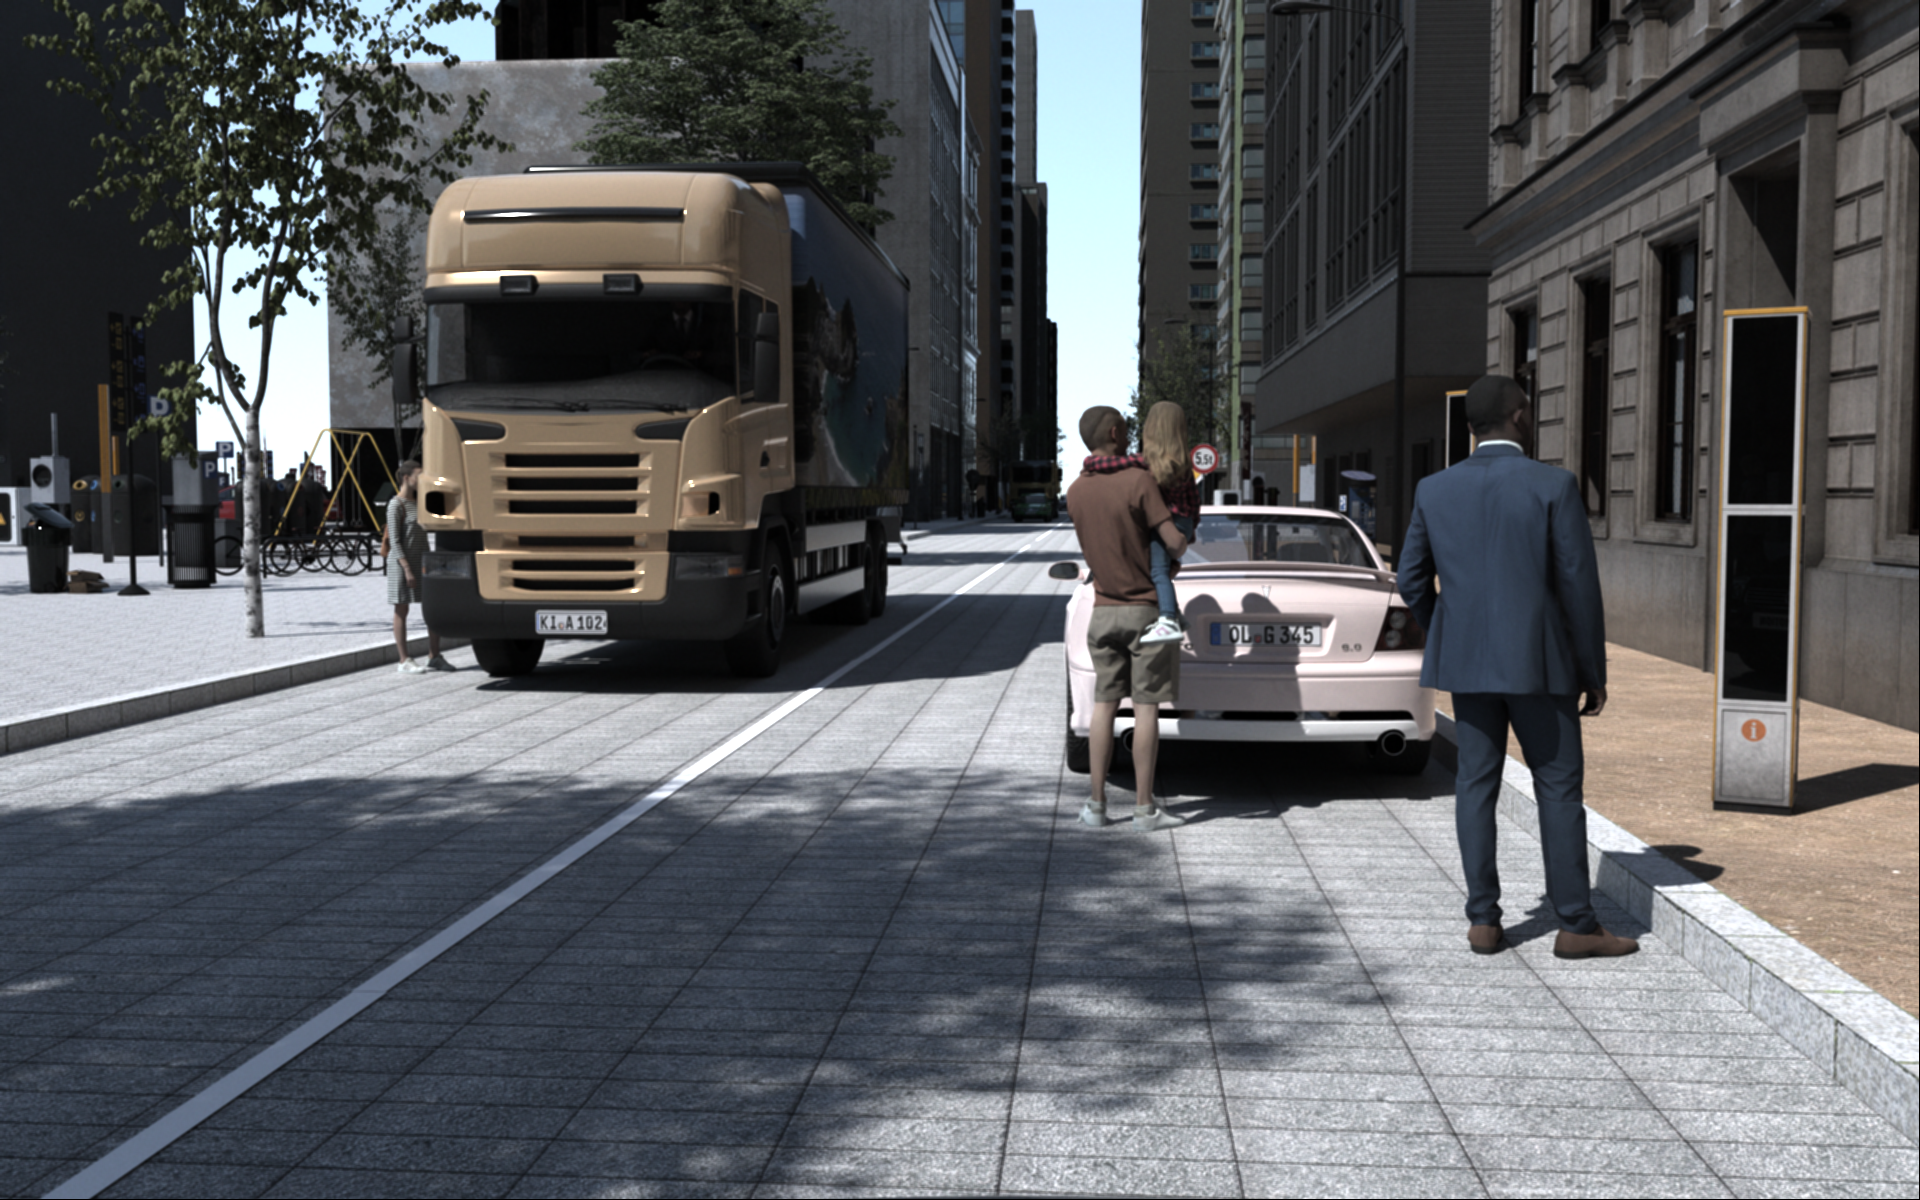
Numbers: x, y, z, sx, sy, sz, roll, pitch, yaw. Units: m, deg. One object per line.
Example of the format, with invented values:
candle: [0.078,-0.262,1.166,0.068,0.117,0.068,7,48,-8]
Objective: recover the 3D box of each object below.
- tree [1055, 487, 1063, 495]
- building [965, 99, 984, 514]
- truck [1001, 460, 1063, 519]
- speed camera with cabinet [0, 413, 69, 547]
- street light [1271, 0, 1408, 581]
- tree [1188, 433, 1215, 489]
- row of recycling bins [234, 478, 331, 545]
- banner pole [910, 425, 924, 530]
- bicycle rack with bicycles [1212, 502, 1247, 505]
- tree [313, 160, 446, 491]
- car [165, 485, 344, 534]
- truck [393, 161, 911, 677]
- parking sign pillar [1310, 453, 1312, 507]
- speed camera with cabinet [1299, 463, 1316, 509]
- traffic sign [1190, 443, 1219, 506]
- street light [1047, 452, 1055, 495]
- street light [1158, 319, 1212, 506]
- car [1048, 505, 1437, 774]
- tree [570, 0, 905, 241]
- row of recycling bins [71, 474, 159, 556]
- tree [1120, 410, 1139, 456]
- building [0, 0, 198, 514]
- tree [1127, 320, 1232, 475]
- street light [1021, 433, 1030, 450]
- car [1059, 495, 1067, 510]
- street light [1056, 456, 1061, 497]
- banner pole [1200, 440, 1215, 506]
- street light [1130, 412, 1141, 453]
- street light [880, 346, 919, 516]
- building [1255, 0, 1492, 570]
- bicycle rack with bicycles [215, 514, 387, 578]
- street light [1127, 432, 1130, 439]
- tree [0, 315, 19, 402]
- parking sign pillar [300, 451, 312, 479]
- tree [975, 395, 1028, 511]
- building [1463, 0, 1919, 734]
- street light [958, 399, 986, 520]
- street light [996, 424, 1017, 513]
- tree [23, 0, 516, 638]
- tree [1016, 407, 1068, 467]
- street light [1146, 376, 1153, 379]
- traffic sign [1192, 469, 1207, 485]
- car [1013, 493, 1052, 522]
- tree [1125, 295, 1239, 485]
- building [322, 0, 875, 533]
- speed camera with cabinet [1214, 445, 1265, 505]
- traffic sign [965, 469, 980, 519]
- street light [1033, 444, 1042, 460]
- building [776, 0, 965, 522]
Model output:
tree: [14.644,-16.288,260.910,1.663,3.219,1.824,0,3,0]
building: [-5.842,-19.721,108.343,13.634,28.700,20.117,0,4,5]
truck: [4.400,-6.458,101.514,3.469,3.379,9.791,0,4,5]
speed camera with cabinet: [-22.861,-2.941,42.417,2.038,3.252,0.660,1,4,14]
street light: [3.627,-2.684,16.424,1.470,5.913,1.316,0,4,5]
tree: [11.055,-6.155,84.354,4.285,4.588,4.351,0,3,0]
row of recycling bins: [-17.654,-2.310,44.878,1.069,1.692,3.534,0,4,8]
banner pole: [-1.505,-4.451,62.787,0.401,3.779,0.863,2,4,28]
bicycle rack with bicycles: [11.528,-3.738,74.506,2.925,0.926,2.852,-2,4,-27]
tree: [-12.108,-5.372,38.187,4.360,8.622,3.978,0,3,0]
car: [-21.743,-2.731,53.320,5.304,1.827,2.281,0,4,4]
truck: [-2.325,-1.719,17.012,2.839,4.237,11.283,0,4,5]
parking sign pillar: [16.625,-5.529,78.878,1.447,3.967,1.447,3,4,38]
speed camera with cabinet: [11.347,-3.667,54.291,0.660,3.252,2.038,3,4,38]
traffic sign: [6.154,-2.667,43.707,0.768,2.556,0.104,1,4,14]
street light: [9.418,-13.358,190.937,1.470,5.913,1.316,0,4,5]
street light: [6.114,-4.499,46.093,1.470,5.913,1.316,0,4,5]
car: [1.556,0.127,10.285,2.083,1.381,4.827,0,4,4]
tree: [-4.597,-7.157,35.137,7.486,12.596,7.792,0,3,0]
row of recycling bins: [-18.061,-1.832,37.058,1.069,1.692,3.534,-3,5,-43]
tree: [21.373,-17.628,213.968,9.928,11.665,9.643,0,3,0]
building: [-44.393,-16.663,65.953,24.014,27.812,14.314,0,4,5]
tree: [9.047,-7.532,73.513,4.737,8.622,4.395,0,3,0]
street light: [4.467,-9.710,131.305,1.470,5.913,1.316,0,4,5]
car: [9.621,-8.651,153.810,2.083,1.381,4.827,0,4,6]
street light: [11.387,-14.757,213.812,1.470,5.913,1.316,0,4,5]
banner pole: [11.473,-5.507,80.061,0.863,3.779,0.401,0,4,7]
street light: [10.547,-7.707,98.543,1.470,5.913,1.316,0,4,5]
street light: [-1.972,-5.023,54.668,1.470,5.913,1.316,0,4,5]
building: [13.673,-14.575,31.816,14.314,27.812,24.014,0,4,5]
bicycle rack with bicycles: [-10.387,-0.867,27.562,2.925,0.926,2.852,-2,4,-25]
street light: [13.070,-9.566,128.947,1.470,5.913,1.316,0,4,5]
tree: [-27.459,-5.842,45.872,4.360,8.622,3.978,0,3,0]
parking sign pillar: [-40.606,-7.289,107.649,1.447,3.967,1.447,-3,4,-36]
tree: [2.975,-10.870,128.093,4.360,8.622,3.978,0,3,0]
building: [10.025,-8.934,10.700,10.561,19.102,19.286,0,4,5]
street light: [0.567,-6.843,84.423,1.470,5.913,1.316,0,4,5]
street light: [3.030,-8.658,114.094,1.470,5.913,1.316,0,4,5]
tree: [-6.278,-3.984,15.502,4.737,8.622,4.395,0,3,0]
tree: [8.978,-17.125,205.753,9.928,11.665,9.643,0,3,0]
street light: [8.029,-5.865,68.435,1.470,5.913,1.316,0,4,5]
traffic sign: [6.254,-2.599,46.131,0.795,2.450,0.064,0,4,5]
car: [3.763,-4.899,88.895,1.959,1.807,4.718,0,4,6]
tree: [8.321,-6.915,63.428,4.360,8.622,3.978,0,3,0]
building: [-11.763,-12.045,64.393,16.820,18.784,16.811,0,4,5]
speed camera with cabinet: [11.269,-4.617,69.827,2.038,3.252,0.660,-1,4,-21]
traffic sign: [0.644,-5.424,88.794,0.768,2.556,0.104,1,4,14]
street light: [6.973,-11.532,161.081,1.470,5.913,1.316,0,4,5]
building: [-6.544,-16.541,88.464,12.078,24.808,19.932,0,4,5]
